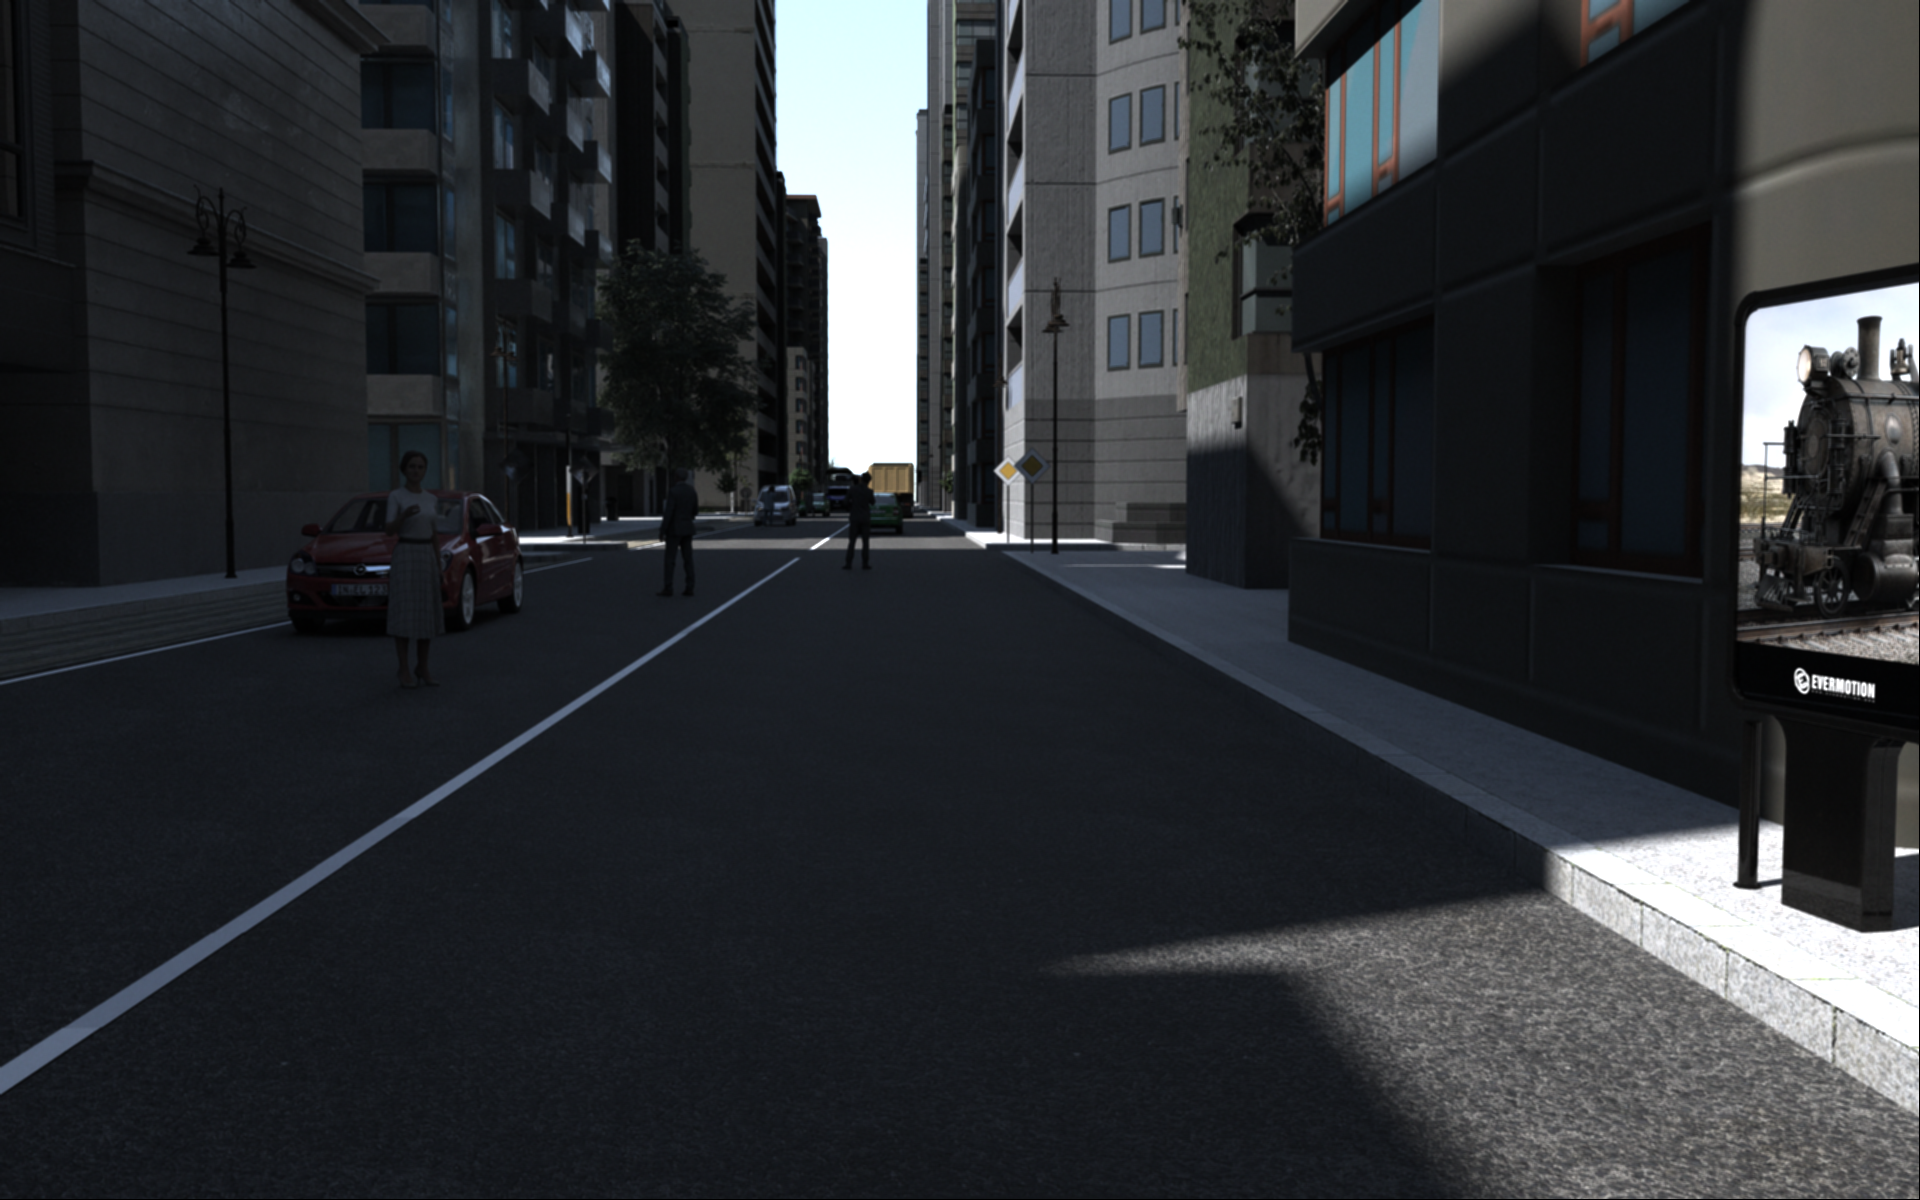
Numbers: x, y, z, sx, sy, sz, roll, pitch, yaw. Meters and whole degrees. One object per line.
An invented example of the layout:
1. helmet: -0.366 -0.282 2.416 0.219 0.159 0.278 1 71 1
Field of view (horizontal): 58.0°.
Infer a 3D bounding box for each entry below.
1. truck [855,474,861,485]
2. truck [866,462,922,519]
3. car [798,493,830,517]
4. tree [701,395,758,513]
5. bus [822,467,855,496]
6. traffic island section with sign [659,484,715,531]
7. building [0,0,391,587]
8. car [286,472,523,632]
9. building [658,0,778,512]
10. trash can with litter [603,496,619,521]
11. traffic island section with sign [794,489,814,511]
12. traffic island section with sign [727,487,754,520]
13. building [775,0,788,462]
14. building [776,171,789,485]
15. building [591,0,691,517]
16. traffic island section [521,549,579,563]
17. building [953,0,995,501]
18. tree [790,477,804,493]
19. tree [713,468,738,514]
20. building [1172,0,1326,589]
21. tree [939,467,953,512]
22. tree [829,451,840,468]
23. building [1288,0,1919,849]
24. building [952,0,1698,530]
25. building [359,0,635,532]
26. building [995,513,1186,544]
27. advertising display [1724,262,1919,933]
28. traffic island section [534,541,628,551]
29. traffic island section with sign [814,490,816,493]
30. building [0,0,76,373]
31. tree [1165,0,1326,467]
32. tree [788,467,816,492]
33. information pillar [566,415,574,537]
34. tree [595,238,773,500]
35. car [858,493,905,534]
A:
1. truck: -11.067 -10.766 171.941 3.469 3.379 9.791 0 4 -2
2. truck: -4.071 -6.629 104.307 3.469 3.379 9.791 0 4 -1
3. car: -9.236 -6.180 109.844 1.959 1.807 4.718 0 4 0
4. tree: -15.381 -10.158 116.447 4.737 8.622 4.395 0 3 0
5. bus: -10.958 -10.212 158.511 2.896 3.916 12.252 0 4 -2
6. traffic island section with sign: -10.650 -3.615 67.732 1.989 1.847 2.006 0 4 -2
7. building: -23.203 -14.784 29.102 23.554 28.519 14.401 0 4 -2
8. car: -6.116 -0.633 19.392 2.155 1.783 4.494 0 4 -4
9. building: -25.180 -30.950 129.742 21.300 48.544 21.600 0 4 -2
10. trash can with litter: -16.707 -4.381 83.013 0.624 1.170 1.055 0 4 2
11. traffic island section with sign: -13.517 -8.347 145.093 1.989 1.847 2.006 0 4 -2
12. traffic island section with sign: -11.649 -5.262 94.669 1.989 1.847 2.006 0 4 -2
13. building: -27.929 -52.391 169.258 22.319 86.520 31.000 0 4 -2
14. building: -22.234 -23.030 148.235 14.160 30.474 14.107 0 4 -2
15. building: -23.270 -20.062 99.715 14.160 30.474 14.107 0 4 -2
16. traffic island section: -9.502 -0.908 37.122 2.009 0.180 2.903 0 4 -2
17. building: 6.496 -26.283 113.316 14.154 41.232 14.086 0 4 -2
18. tree: -17.979 -12.020 191.123 1.663 3.219 1.824 0 3 0
19. tree: -15.299 -7.236 112.908 1.663 3.219 1.824 0 3 0
20. building: 10.599 -15.769 29.520 14.160 30.474 14.107 0 4 -2
21. tree: -0.598 -7.913 123.975 1.663 3.219 1.824 0 3 0
22. tree: -20.809 -20.144 279.718 4.360 8.622 3.978 0 3 0
23. building: 17.216 -9.513 0.570 27.650 21.520 28.899 0 4 -2
24. building: 13.902 -14.433 81.023 27.650 21.520 28.899 0 4 -2
25. building: -25.130 -27.063 62.092 23.786 49.044 30.456 0 4 -2
26. building: 15.655 -31.222 52.487 28.212 58.520 21.231 0 4 -2
27. advertising display: 2.650 0.002 5.186 0.123 1.923 0.974 -1 4 -11
28. traffic island section: -9.799 -1.396 45.101 2.009 0.180 2.903 0 4 -2
29. traffic island section with sign: -14.521 -9.994 172.030 1.989 1.847 2.006 0 4 -2
30. building: -17.757 -13.230 9.818 14.314 27.812 24.014 0 4 -2
31. tree: 3.981 -4.103 17.442 4.360 8.622 3.978 0 3 0
32. tree: -17.831 -12.900 194.625 4.285 4.588 4.351 0 3 0
33. information pillar: -11.561 -3.660 51.193 0.183 3.616 0.504 0 4 -7
34. tree: -14.358 -11.010 86.664 9.857 13.997 8.962 0 3 0
35. car: -2.969 -3.312 62.945 1.959 1.807 4.718 0 4 -2
